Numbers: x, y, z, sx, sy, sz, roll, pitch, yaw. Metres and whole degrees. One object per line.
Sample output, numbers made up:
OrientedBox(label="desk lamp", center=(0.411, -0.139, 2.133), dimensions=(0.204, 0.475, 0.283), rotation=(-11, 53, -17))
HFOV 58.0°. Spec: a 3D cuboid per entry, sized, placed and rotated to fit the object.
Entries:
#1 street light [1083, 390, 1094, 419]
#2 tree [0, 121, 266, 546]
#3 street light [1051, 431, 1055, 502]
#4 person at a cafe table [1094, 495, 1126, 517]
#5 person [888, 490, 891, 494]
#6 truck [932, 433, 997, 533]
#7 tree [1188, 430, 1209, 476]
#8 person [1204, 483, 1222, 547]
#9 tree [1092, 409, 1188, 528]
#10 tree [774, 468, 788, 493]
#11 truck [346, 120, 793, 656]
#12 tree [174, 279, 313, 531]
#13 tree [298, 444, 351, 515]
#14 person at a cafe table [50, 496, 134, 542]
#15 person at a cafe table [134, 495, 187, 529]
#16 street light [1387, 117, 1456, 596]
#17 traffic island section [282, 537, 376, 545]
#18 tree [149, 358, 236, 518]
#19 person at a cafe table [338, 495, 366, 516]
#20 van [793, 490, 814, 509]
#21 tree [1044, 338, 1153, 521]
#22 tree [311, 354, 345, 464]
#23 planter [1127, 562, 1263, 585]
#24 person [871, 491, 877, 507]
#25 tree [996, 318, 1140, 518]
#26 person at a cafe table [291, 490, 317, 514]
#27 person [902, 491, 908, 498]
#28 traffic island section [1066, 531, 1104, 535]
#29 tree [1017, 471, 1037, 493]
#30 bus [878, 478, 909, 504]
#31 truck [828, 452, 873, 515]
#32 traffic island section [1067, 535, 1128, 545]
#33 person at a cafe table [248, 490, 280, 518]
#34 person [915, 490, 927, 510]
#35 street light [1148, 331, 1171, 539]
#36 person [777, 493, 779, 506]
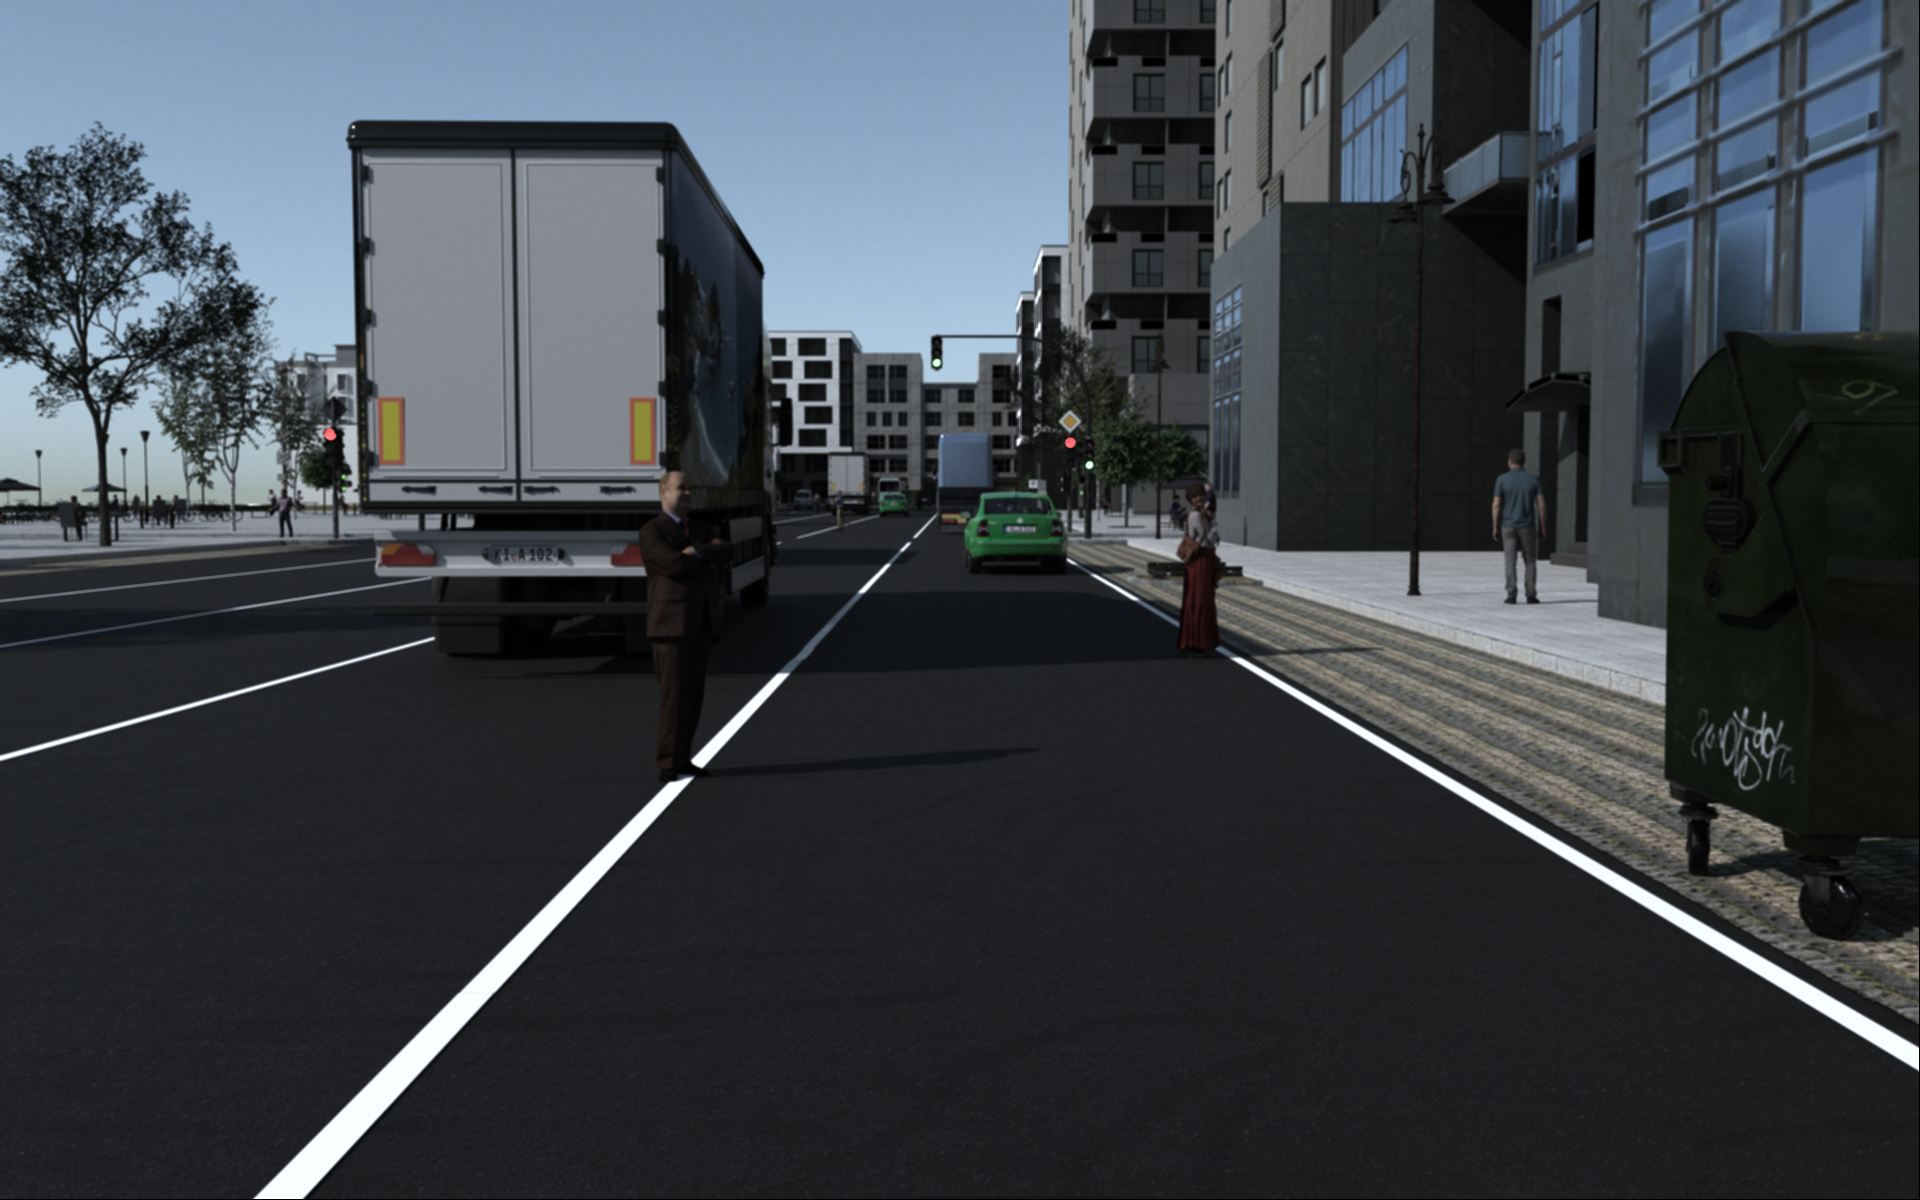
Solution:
OrientedBox(label="street light", center=(5.684, -6.375, 77.025), dimensions=(0.468, 5.910, 1.993), rotation=(0, 3, 0))
OrientedBox(label="tree", center=(-21.026, -6.625, 42.726), dimensions=(8.767, 10.594, 7.601), rotation=(0, 4, 2))
OrientedBox(label="street light", center=(5.555, -8.080, 104.903), dimensions=(0.468, 5.910, 1.993), rotation=(0, 3, 0))
OrientedBox(label="person at a cafe table", center=(8.495, -5.346, 98.264), dimensions=(1.726, 1.238, 1.698), rotation=(1, 4, 16))
OrientedBox(label="person", center=(-7.534, -10.846, 185.796), dimensions=(1.348, 1.831, 0.705), rotation=(0, 4, -1))
OrientedBox(label="truck", center=(0.332, -4.972, 71.049), dimensions=(2.967, 4.110, 18.799), rotation=(0, 4, -1))
OrientedBox(label="tree", center=(9.182, -5.572, 74.813), dimensions=(4.285, 4.588, 4.351), rotation=(0, 3, 0))
OrientedBox(label="person", center=(6.125, -2.081, 42.273), dimensions=(0.569, 1.553, 0.471), rotation=(-3, 4, -37))
OrientedBox(label="tree", center=(6.423, -5.069, 66.598), dimensions=(4.285, 4.588, 4.351), rotation=(0, 3, 0))
OrientedBox(label="tree", center=(-21.193, -13.039, 196.900), dimensions=(4.285, 4.588, 4.351), rotation=(0, 3, 0))
OrientedBox(label="truck", center=(-3.522, -1.819, 18.656), dimensions=(2.839, 4.237, 11.283), rotation=(0, 4, -2))
OrientedBox(label="tree", center=(-25.256, -6.711, 60.083), dimensions=(4.360, 8.622, 3.978), rotation=(0, 3, 0))
OrientedBox(label="tree", center=(-40.055, -7.665, 109.035), dimensions=(4.285, 4.588, 4.351), rotation=(0, 3, 0))
OrientedBox(label="person at a cafe table", center=(-23.718, -2.202, 46.864), dimensions=(1.698, 1.238, 1.726), rotation=(0, 4, 3))
OrientedBox(label="person at a cafe table", center=(-29.950, -3.289, 64.630), dimensions=(1.698, 1.238, 1.726), rotation=(-2, 4, -28))
OrientedBox(label="street light", center=(5.752, -2.995, 21.763), dimensions=(0.468, 5.910, 1.993), rotation=(0, 3, 0))
OrientedBox(label="traffic island section", center=(-17.930, -1.679, 49.729), dimensions=(2.009, 0.180, 2.903), rotation=(0, 3, 0))
OrientedBox(label="tree", center=(-41.837, -8.794, 94.142), dimensions=(4.737, 8.622, 4.395), rotation=(0, 3, 0))
OrientedBox(label="person at a cafe table", center=(-36.346, -5.639, 103.053), dimensions=(1.726, 1.238, 1.698), rotation=(1, 4, 14))
OrientedBox(label="van", center=(-15.222, -9.895, 168.802), dimensions=(2.013, 2.044, 4.112), rotation=(0, 4, 0))
OrientedBox(label="tree", center=(6.831, -8.081, 82.481), dimensions=(4.737, 8.622, 4.395), rotation=(0, 3, 0))
OrientedBox(label="tree", center=(-33.826, -8.440, 88.355), dimensions=(4.360, 8.622, 3.978), rotation=(0, 3, 0))
OrientedBox(label="planter", center=(3.730, -0.417, 27.955), dimensions=(1.991, 0.319, 1.994), rotation=(0, 3, 0))
OrientedBox(label="person", center=(-9.833, -11.640, 198.685), dimensions=(0.709, 1.838, 0.599), rotation=(-1, 4, -9))
OrientedBox(label="tree", center=(6.156, -9.616, 91.640), dimensions=(7.601, 10.594, 8.767), rotation=(2, 4, 33))
OrientedBox(label="person at a cafe table", center=(-42.805, -6.396, 113.097), dimensions=(1.622, 1.524, 1.698), rotation=(-1, 4, -15))
OrientedBox(label="person", center=(-5.208, -9.183, 159.359), dimensions=(1.217, 1.735, 0.721), rotation=(1, 4, 21))
OrientedBox(label="traffic island section", center=(3.674, -2.170, 57.757), dimensions=(2.009, 0.180, 2.903), rotation=(0, 3, 0))
OrientedBox(label="tree", center=(5.522, -9.181, 144.704), dimensions=(1.663, 3.219, 1.824), rotation=(0, 3, 0))
OrientedBox(label="bus", center=(-7.809, -12.718, 202.798), dimensions=(2.948, 3.499, 13.247), rotation=(0, 4, 1))
OrientedBox(label="truck", center=(-7.626, -8.074, 120.922), dimensions=(2.839, 4.237, 11.283), rotation=(0, 4, -1))
OrientedBox(label="traffic island section", center=(3.691, -1.681, 49.772), dimensions=(2.009, 0.180, 2.903), rotation=(0, 3, 0))
OrientedBox(label="person at a cafe table", center=(-37.647, -5.220, 93.854), dimensions=(1.622, 1.524, 1.698), rotation=(-1, 4, -19))
OrientedBox(label="person", center=(-3.490, -8.755, 151.584), dimensions=(1.348, 1.831, 0.705), rotation=(-3, 5, -40))
OrientedBox(label="street light", center=(5.664, -4.680, 49.298), dimensions=(0.468, 5.910, 1.993), rotation=(0, 3, 0))
OrientedBox(label="person", center=(-19.926, -10.971, 188.655), dimensions=(0.421, 1.427, 0.697), rotation=(0, 4, 6))
